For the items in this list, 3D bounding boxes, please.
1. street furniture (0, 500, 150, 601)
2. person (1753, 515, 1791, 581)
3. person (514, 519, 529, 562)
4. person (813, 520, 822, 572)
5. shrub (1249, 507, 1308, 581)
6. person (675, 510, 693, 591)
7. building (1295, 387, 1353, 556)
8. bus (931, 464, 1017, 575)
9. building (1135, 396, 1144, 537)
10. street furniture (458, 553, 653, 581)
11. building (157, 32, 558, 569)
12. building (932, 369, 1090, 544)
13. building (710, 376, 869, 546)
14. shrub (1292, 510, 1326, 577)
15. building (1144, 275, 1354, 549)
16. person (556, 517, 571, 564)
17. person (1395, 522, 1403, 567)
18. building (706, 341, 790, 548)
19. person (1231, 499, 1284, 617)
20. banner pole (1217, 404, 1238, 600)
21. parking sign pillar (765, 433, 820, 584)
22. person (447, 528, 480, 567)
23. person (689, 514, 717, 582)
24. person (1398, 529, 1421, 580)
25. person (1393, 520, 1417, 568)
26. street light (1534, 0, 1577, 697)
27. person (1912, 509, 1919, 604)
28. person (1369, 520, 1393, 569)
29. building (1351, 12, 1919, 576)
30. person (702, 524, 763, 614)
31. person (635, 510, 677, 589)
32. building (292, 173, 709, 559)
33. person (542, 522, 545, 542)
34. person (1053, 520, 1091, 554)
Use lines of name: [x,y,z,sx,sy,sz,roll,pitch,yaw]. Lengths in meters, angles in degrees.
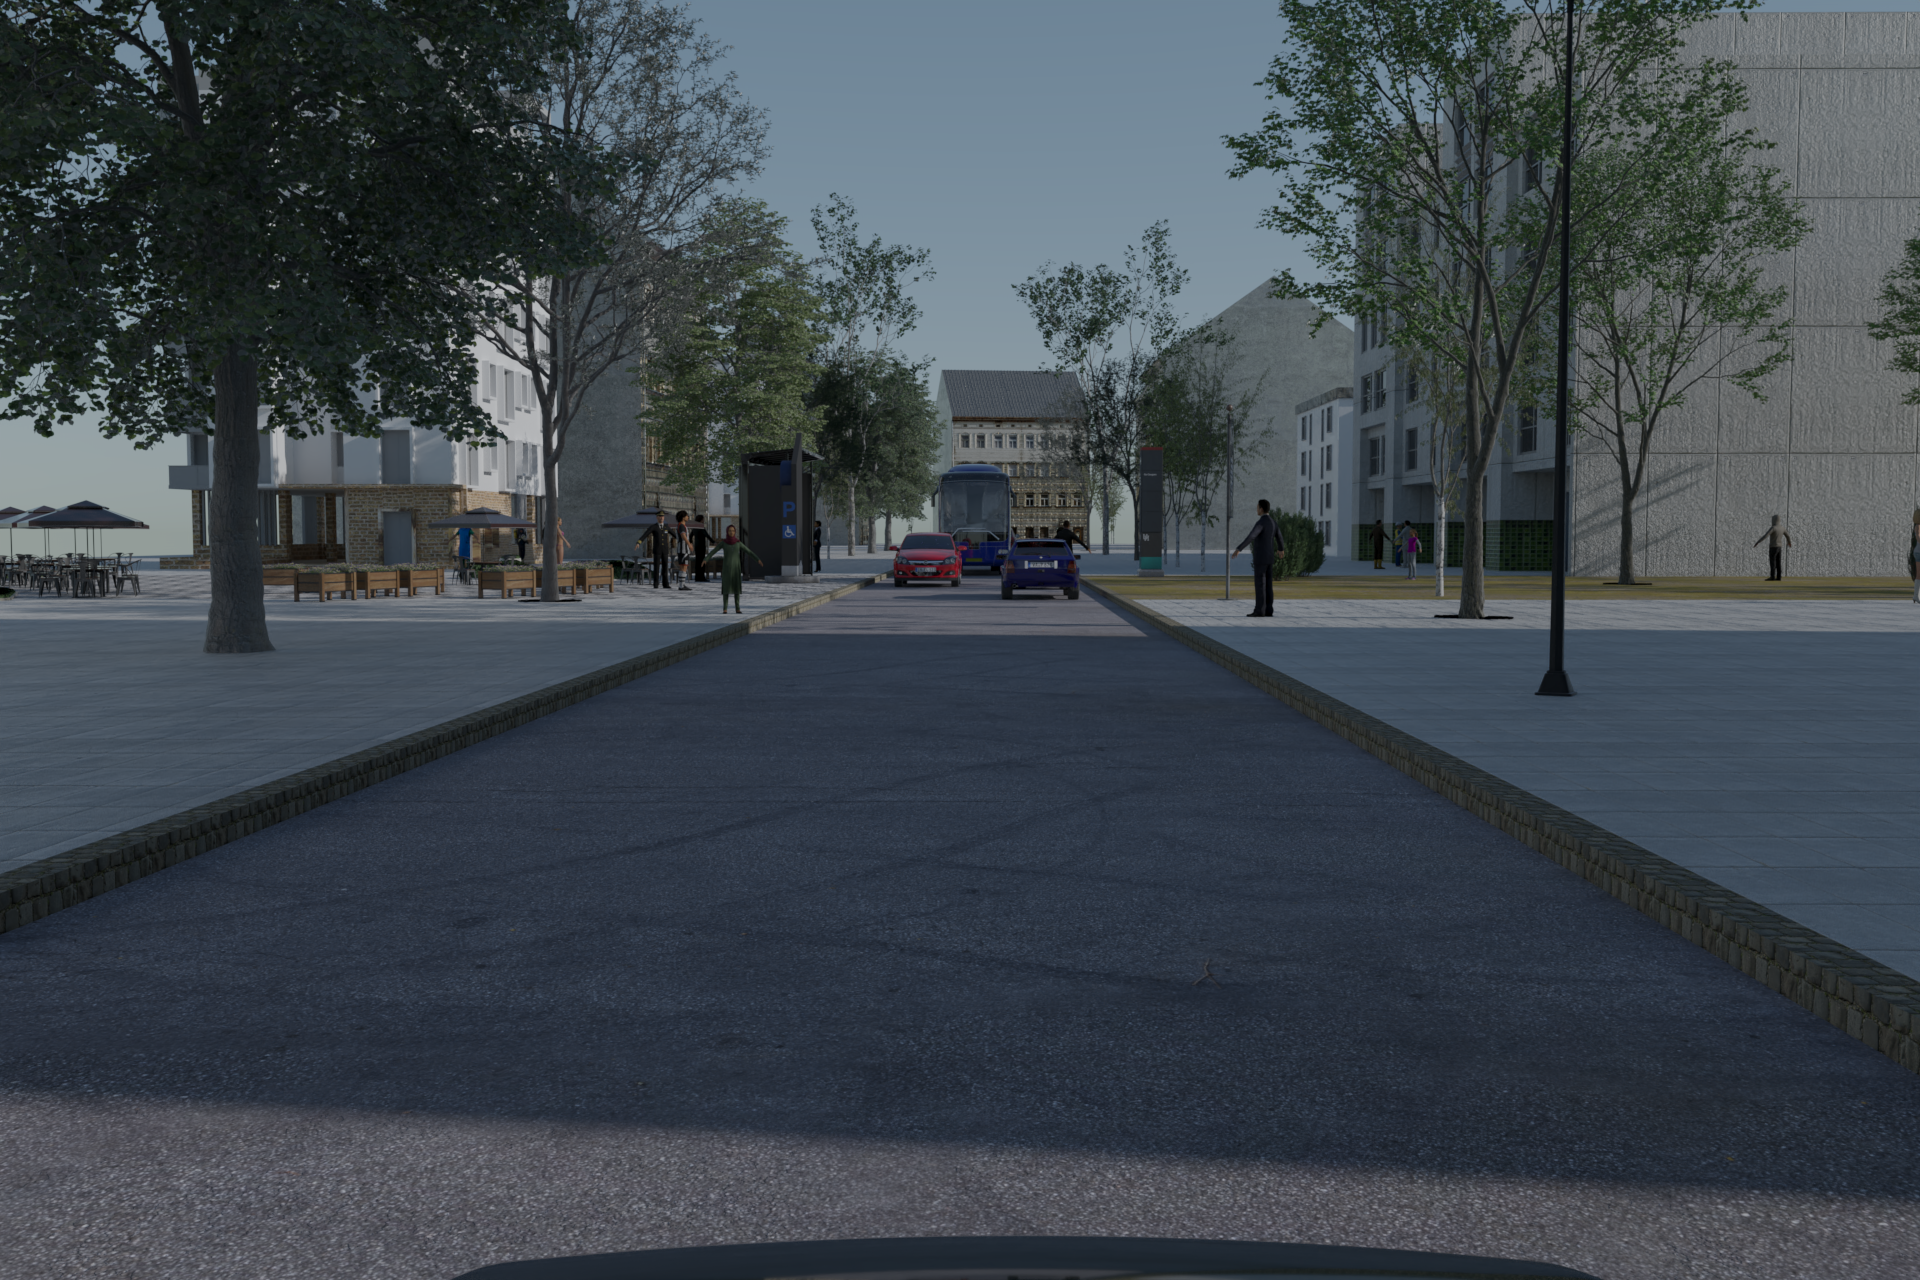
street furniture: [-27.859,-2.363,43.670,14.083,1.986,27.439,-2,4,-29]
person: [22.296,-2.525,47.405,1.348,1.813,0.705,-1,4,-22]
person: [-16.658,-3.679,65.937,0.705,1.856,1.354,-2,4,-24]
person: [-4.862,-3.146,58.156,0.721,1.740,1.216,0,4,-6]
shrub: [8.660,-2.641,47.215,1.661,2.075,1.752,0,3,0]
person: [-6.256,-2.028,39.297,0.704,1.843,1.345,-1,4,-16]
building: [26.083,-9.603,99.155,9.099,9.664,28.070,0,4,1]
bus: [0.590,-4.459,64.444,2.896,3.916,12.251,0,4,1]
building: [29.237,-21.926,189.423,19.493,23.208,18.063,0,4,1]
street furniture: [-11.918,-2.246,52.341,5.734,0.657,10.072,0,4,-8]
building: [-23.201,-12.735,64.633,16.016,20.090,11.380,0,4,0]
building: [6.518,-24.324,231.089,18.063,23.208,19.493,-1,4,-8]
building: [-20.173,-22.693,201.957,19.493,23.208,18.063,0,4,2]
shrub: [10.234,-2.916,52.099,1.690,2.028,1.600,0,3,0]
building: [26.817,-19.925,156.702,19.493,23.208,18.063,0,4,1]
person: [-10.604,-2.401,46.058,0.721,1.733,1.217,-2,4,-30]
person: [17.309,-3.763,67.987,0.721,1.772,1.216,0,4,1]
building: [-22.328,-18.785,163.555,16.016,20.090,11.380,0,4,2]
person: [4.673,-1.270,26.816,0.704,1.823,1.345,3,5,43]
banner pole: [5.196,-2.647,33.302,0.401,3.779,0.863,0,4,1]
parking sign pillar: [-4.417,-3.487,45.486,1.447,3.967,1.447,0,4,1]
person: [-17.679,-3.404,61.782,1.347,1.817,0.704,1,4,17]
person: [-6.944,-2.464,46.468,0.705,1.806,1.347,-3,5,-42]
person: [12.651,-2.410,48.675,0.599,1.433,0.991,-2,4,-24]
person: [16.935,-3.640,65.700,1.347,1.806,0.705,-2,4,-34]
street light: [5.301,-2.514,13.640,1.470,5.913,1.316,0,4,1]
person: [17.821,-1.550,31.952,0.721,1.753,1.214,2,4,33]
person: [15.333,-3.498,63.327,0.704,1.812,1.346,-2,4,-25]
building: [27.109,-12.298,67.529,16.747,18.905,31.486,0,4,1]
person: [-3.664,-1.139,27.829,0.989,1.438,0.599,-1,4,-17]
person: [-7.043,-2.132,40.799,1.347,1.837,0.705,-2,4,-30]
building: [-25.174,-16.336,98.028,19.493,23.208,18.063,0,4,2]
person: [-16.084,-3.751,67.550,0.704,1.802,1.346,0,4,3]
person: [2.883,-2.324,46.680,1.346,1.802,0.704,2,4,26]
